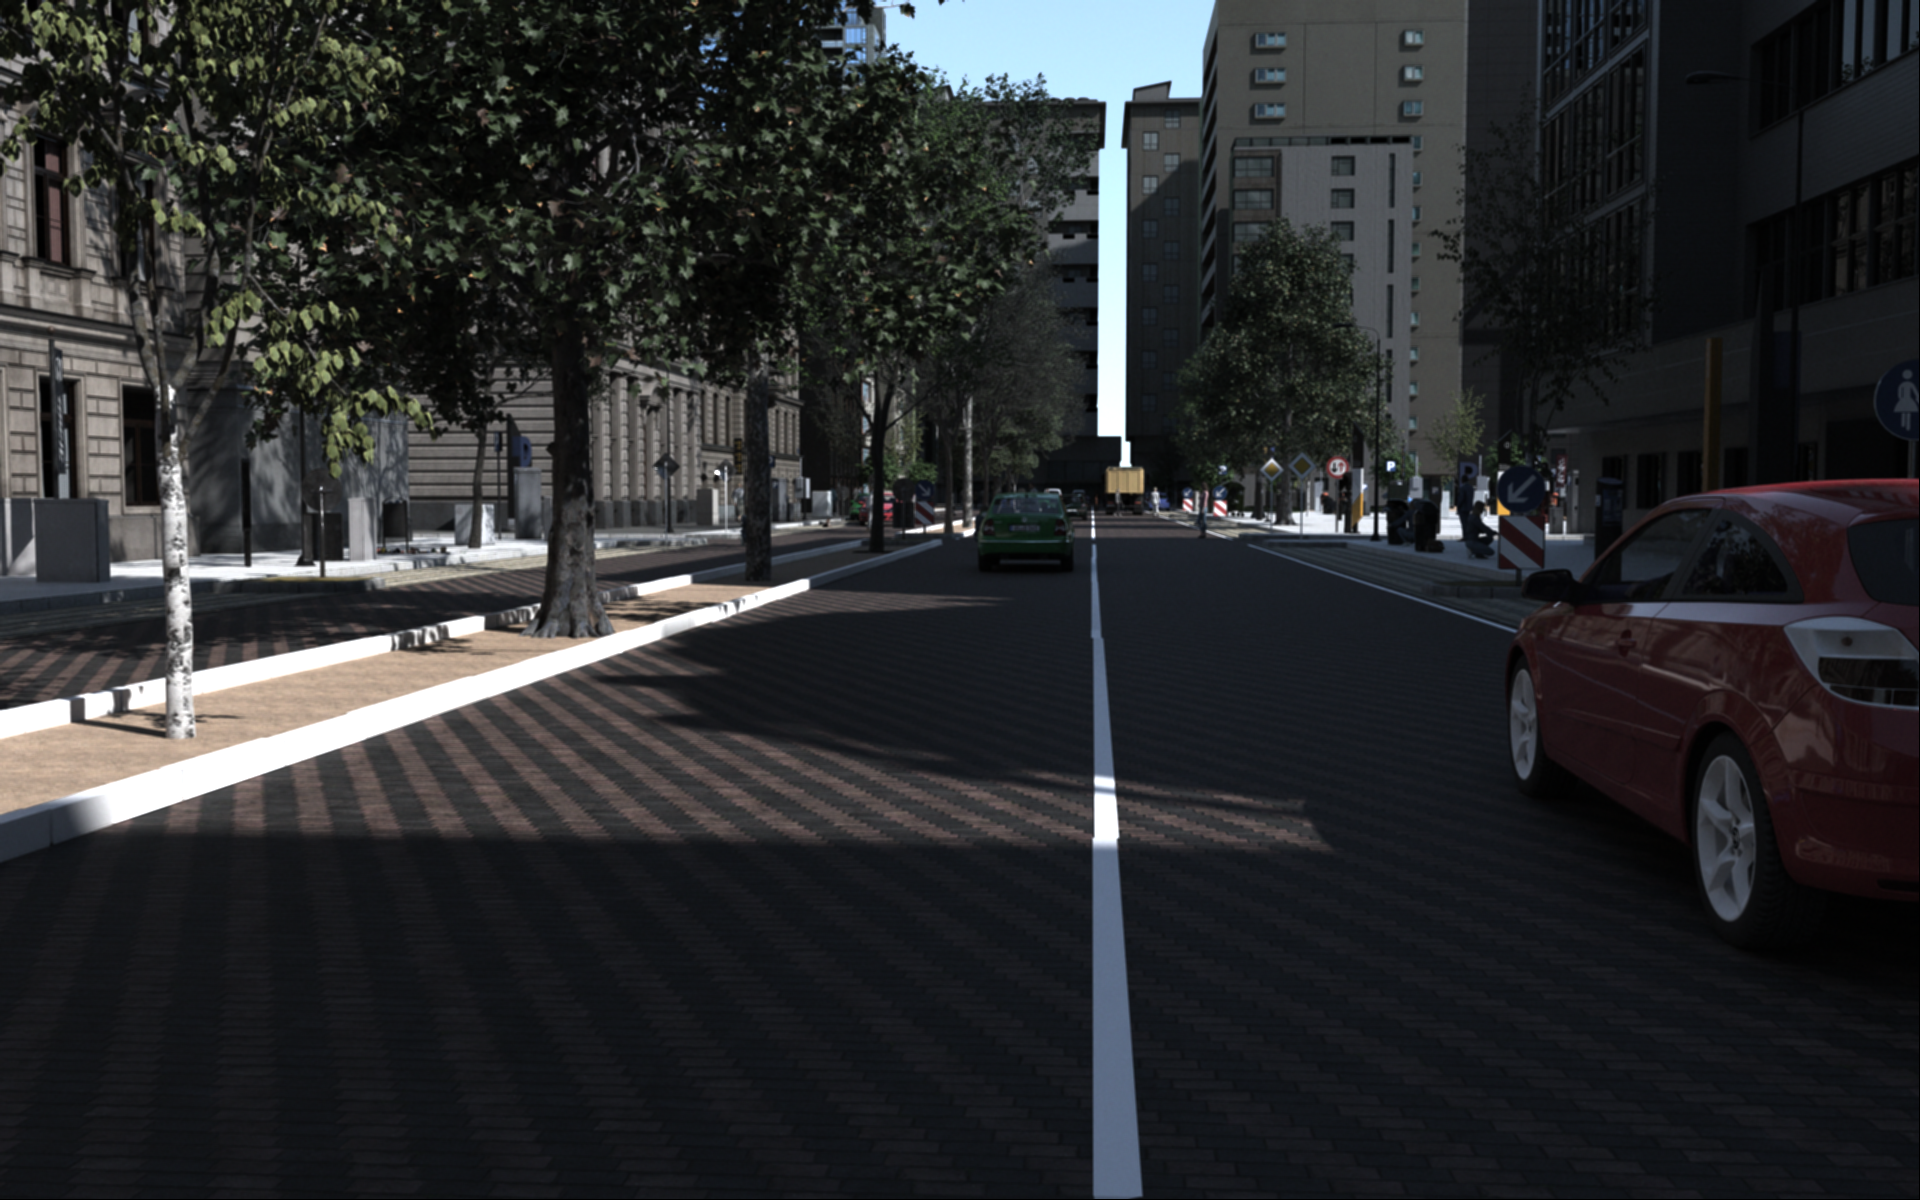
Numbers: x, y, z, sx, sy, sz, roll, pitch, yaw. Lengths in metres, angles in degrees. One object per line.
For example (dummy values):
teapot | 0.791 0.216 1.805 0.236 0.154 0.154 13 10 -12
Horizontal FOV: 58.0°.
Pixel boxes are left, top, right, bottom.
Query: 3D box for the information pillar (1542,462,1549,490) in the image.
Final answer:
information pillar | 37.779 -7.372 111.887 0.183 3.616 0.504 -3 5 -43

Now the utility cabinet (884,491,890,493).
utility cabinet | -4.849 -6.926 121.923 1.173 1.500 0.318 -1 4 -22

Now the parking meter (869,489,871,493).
parking meter | -5.737 -6.610 113.781 0.399 1.863 0.255 0 4 7

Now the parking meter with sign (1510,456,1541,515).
parking meter with sign | 25.925 -5.114 79.871 0.543 3.016 1.738 -1 4 -23

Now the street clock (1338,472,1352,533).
street clock | 12.697 -3.185 56.639 0.358 2.002 0.471 -1 4 -11

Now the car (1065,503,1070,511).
car | 3.458 -3.636 71.245 2.131 1.459 4.920 0 4 5

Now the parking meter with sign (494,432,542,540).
parking meter with sign | -12.220 -3.227 49.023 1.738 3.016 0.543 -2 4 -29

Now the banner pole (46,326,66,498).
banner pole | -13.606 -2.210 26.151 0.401 3.779 0.863 -1 4 -15

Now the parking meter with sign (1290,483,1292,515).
parking meter with sign | 20.372 -6.813 107.656 0.543 3.016 1.738 1 4 17

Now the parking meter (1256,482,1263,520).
parking meter | 14.713 -4.855 85.093 0.255 1.863 0.399 1 4 21

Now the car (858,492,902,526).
car | -3.498 -4.260 78.696 2.155 1.783 4.494 0 4 4

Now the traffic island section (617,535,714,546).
traffic island section | -8.304 -1.621 48.780 2.009 0.180 2.903 0 4 4

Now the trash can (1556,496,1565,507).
trash can | 36.312 -5.677 104.474 0.748 1.137 0.748 0 3 0

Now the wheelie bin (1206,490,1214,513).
wheelie bin | 16.763 -6.641 116.485 0.693 1.594 0.980 1 4 10

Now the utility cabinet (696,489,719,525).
utility cabinet | -10.313 -3.800 70.801 0.318 1.500 1.173 -3 5 -42

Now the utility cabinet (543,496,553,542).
utility cabinet | -10.837 -2.194 47.041 0.306 1.237 1.020 2 4 31

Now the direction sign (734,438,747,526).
direction sign | -8.720 -4.779 70.126 0.876 3.537 0.379 1 4 14

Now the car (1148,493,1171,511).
car | 16.579 -8.221 144.006 1.945 1.707 3.694 0 4 6

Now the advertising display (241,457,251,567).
advertising display | -12.720 -1.570 30.876 0.123 1.923 0.974 -2 4 -24

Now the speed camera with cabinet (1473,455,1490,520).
speed camera with cabinet | 26.362 -5.699 87.521 0.660 3.252 2.038 2 4 24

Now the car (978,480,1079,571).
car | 1.330 -1.515 33.571 1.959 1.807 4.718 0 4 4

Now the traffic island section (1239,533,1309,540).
traffic island section | 9.994 -2.025 55.393 2.009 0.180 2.903 0 4 4

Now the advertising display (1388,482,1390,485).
advertising display | 23.281 -5.348 92.646 0.974 1.923 0.123 -2 4 -27

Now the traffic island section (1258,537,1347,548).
traffic island section | 9.386 -1.538 47.431 2.009 0.180 2.903 0 4 4

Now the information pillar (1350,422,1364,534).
information pillar | 12.811 -3.944 55.832 0.183 3.616 0.504 -2 4 -24

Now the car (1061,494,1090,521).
car | 6.051 -5.158 94.121 2.009 1.686 4.222 0 4 3

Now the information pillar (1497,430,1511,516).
information pillar | 19.919 -4.405 63.382 0.504 3.616 0.183 0 4 -5

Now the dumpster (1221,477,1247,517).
dumpster | 15.354 -5.827 97.771 1.502 2.255 1.985 0 4 4

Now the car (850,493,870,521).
car | -4.825 -5.131 92.694 1.959 1.807 4.718 0 4 4

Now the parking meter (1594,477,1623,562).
parking meter | 9.494 -1.036 25.346 0.372 1.533 0.369 0 3 0

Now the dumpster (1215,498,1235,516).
dumpster | 15.348 -5.775 100.172 1.264 1.857 1.865 0 4 4

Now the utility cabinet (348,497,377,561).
utility cabinet | -11.562 -1.366 33.504 0.306 1.237 1.020 0 4 -5

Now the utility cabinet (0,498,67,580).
utility cabinet | -14.742 -0.990 27.345 1.020 1.237 0.306 -2 4 -34

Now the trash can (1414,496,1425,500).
trash can | 28.235 -5.811 106.660 0.748 1.137 0.748 0 3 0

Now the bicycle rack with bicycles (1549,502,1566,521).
bicycle rack with bicycles | 29.539 -4.268 83.170 2.925 0.926 2.852 2 4 29

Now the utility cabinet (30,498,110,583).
utility cabinet | -12.944 -0.862 25.262 1.020 1.237 0.306 1 4 10

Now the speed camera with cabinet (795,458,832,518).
speed camera with cabinet | -8.023 -6.146 94.819 2.038 3.252 0.660 1 4 23

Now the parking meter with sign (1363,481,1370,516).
parking meter with sign | 23.820 -6.501 102.549 0.543 3.016 1.738 -1 4 -10

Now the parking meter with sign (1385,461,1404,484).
parking meter with sign | 22.866 -5.771 90.620 0.543 3.016 1.738 -1 4 -10

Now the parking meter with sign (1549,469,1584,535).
parking meter with sign | 19.637 -3.590 54.964 1.738 3.016 0.543 0 4 -2

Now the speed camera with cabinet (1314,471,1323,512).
speed camera with cabinet | 26.443 -8.161 127.768 0.660 3.252 2.038 1 4 13

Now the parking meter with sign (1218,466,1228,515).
parking meter with sign | 16.013 -6.652 105.021 0.543 3.016 1.738 0 4 2

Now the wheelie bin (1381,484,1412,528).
wheelie bin | 14.183 -2.956 56.231 0.980 1.594 0.693 1 4 16

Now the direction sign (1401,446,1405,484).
direction sign | 20.706 -5.444 81.005 0.379 3.537 0.876 1 4 22

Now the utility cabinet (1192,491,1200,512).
utility cabinet | 16.890 -7.066 124.201 0.318 1.500 1.173 0 4 -5

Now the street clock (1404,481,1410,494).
street clock | 24.242 -5.484 94.240 0.471 2.002 0.358 -3 4 -38

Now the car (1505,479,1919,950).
car | 3.438 0.134 6.855 2.155 1.783 4.494 0 4 5

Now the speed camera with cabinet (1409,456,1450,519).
speed camera with cabinet | 24.665 -5.911 90.977 2.038 3.252 0.660 1 4 15

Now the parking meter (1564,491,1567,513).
parking meter | 33.865 -5.386 96.468 0.372 1.533 0.369 0 3 0

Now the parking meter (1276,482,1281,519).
parking meter | 15.072 -4.659 81.890 0.255 1.863 0.399 1 4 10

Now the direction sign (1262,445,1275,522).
direction sign | 14.140 -5.350 79.461 0.876 3.537 0.379 -3 5 -41

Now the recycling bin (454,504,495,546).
recycling bin | -12.137 -1.880 43.296 0.722 1.027 0.722 1 4 18

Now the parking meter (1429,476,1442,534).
parking meter | 15.298 -3.058 55.713 0.399 1.863 0.255 1 4 18

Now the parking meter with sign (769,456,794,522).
parking meter with sign | -8.240 -5.075 79.244 0.543 3.016 1.738 2 4 27
